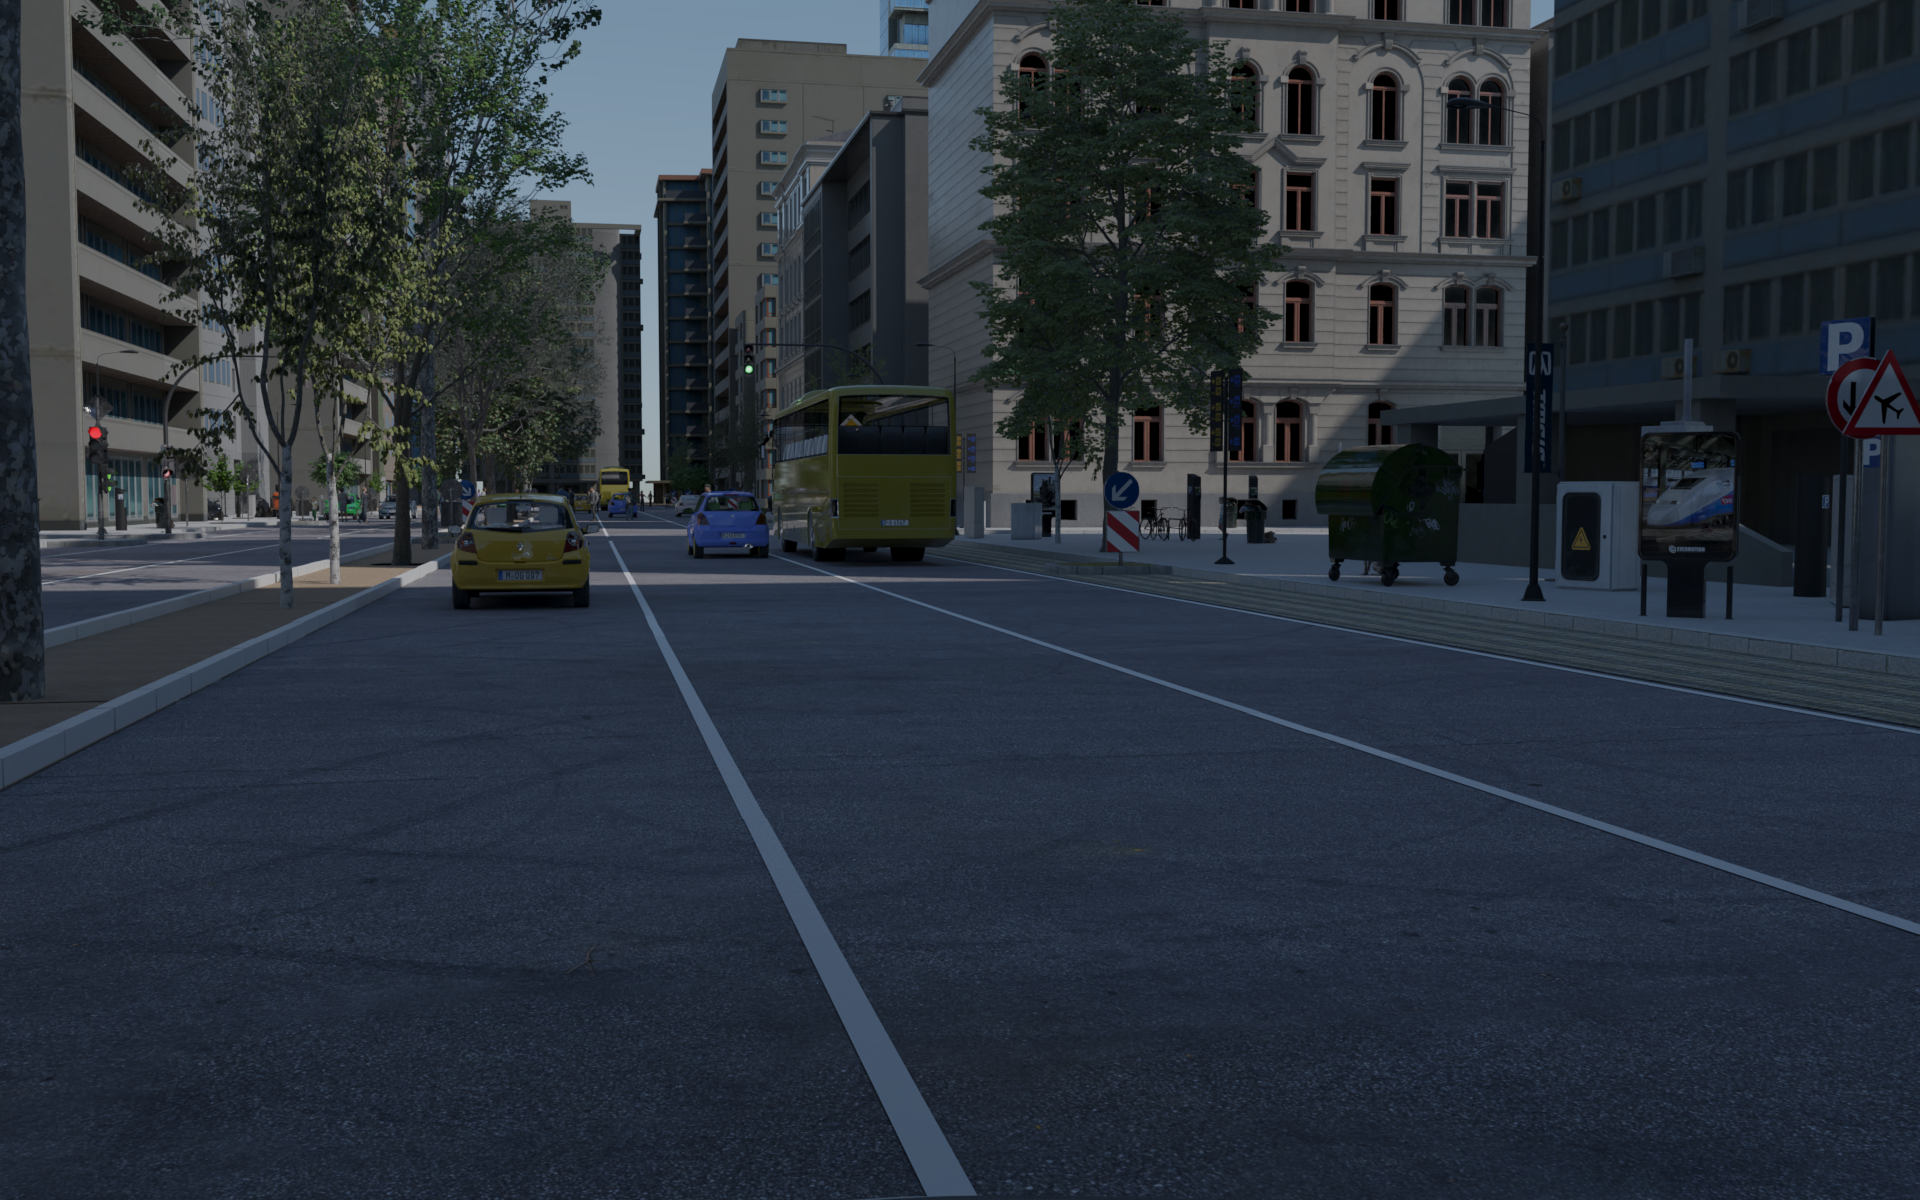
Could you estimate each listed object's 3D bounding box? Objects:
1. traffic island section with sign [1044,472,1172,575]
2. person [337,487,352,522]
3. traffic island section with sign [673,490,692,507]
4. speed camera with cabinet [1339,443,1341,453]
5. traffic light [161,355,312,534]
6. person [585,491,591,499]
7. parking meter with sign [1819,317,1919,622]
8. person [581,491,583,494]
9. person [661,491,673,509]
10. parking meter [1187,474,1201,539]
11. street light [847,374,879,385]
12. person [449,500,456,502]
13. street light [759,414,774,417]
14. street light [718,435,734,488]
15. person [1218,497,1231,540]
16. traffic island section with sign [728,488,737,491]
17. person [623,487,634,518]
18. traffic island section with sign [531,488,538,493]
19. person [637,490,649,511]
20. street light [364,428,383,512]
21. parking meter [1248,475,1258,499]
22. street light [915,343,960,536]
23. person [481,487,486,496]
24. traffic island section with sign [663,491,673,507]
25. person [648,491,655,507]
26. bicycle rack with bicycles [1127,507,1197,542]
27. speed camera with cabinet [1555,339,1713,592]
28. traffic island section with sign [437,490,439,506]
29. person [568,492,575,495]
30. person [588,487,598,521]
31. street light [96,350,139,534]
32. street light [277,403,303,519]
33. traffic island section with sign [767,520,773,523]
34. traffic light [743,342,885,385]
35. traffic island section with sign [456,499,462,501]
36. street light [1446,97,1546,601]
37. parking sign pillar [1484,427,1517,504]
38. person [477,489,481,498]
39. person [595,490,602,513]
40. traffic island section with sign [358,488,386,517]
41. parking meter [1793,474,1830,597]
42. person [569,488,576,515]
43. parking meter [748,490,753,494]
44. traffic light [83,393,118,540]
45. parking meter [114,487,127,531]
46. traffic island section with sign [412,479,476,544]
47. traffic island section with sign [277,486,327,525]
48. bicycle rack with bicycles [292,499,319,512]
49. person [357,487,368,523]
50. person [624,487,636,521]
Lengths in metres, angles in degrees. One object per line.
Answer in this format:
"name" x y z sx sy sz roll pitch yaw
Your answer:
"traffic island section with sign" 2.603 -1.393 31.396 1.989 1.847 2.006 -1 4 -12
"person" -32.108 -4.986 90.385 0.716 1.782 0.532 -1 4 -15
"traffic island section with sign" -25.310 -9.287 160.465 1.989 1.847 2.006 -1 4 -12
"speed camera with cabinet" 14.567 -4.370 65.791 0.660 3.252 2.038 1 4 15
"traffic light" -23.670 -5.013 56.626 4.771 5.953 1.251 -1 4 -12
"person" -33.595 -8.979 156.022 0.721 1.736 1.217 2 4 28
"parking meter with sign" 9.565 -1.311 17.698 1.738 3.016 0.543 -2 4 -27
"person" -38.046 -10.129 174.834 0.721 1.743 1.217 2 4 30
"person" -28.693 -9.811 169.695 1.217 1.735 0.721 -2 4 -29
"parking meter" 6.651 -2.662 49.229 0.255 1.863 0.399 -2 4 -28
"street light" -3.705 -5.795 67.289 1.470 5.913 1.316 -1 4 -12
"person" -39.828 -7.761 135.417 0.705 1.821 1.348 1 4 10
"street light" -10.989 -7.849 100.864 1.470 5.913 1.316 -1 4 -12
"street light" -18.105 -9.894 134.307 1.470 5.913 1.316 -1 4 -12
"person" 7.394 -2.278 48.299 0.382 1.210 0.505 0 4 -1
"traffic island section with sign" -14.966 -6.358 112.578 1.989 1.847 2.006 -1 4 -12
"person" -19.591 -5.744 102.428 0.660 1.820 0.620 -1 4 -19
"traffic island section with sign" -32.377 -7.537 131.367 2.006 1.907 1.989 -1 4 -12
"person" -26.163 -8.172 142.825 1.217 1.743 0.721 1 4 22
"street light" -41.249 -9.130 121.819 1.470 5.913 1.316 -1 4 -12
"parking meter" 9.105 -2.942 53.820 0.255 1.863 0.399 0 4 2
"street light" -0.685 -4.944 53.377 1.470 5.913 1.316 -1 4 -12
"person" -29.282 -5.979 106.104 0.795 1.843 0.661 -1 4 -11
"traffic island section with sign" -31.019 -10.898 186.811 1.989 1.847 2.006 -1 4 -12
"person" -35.058 -11.484 196.354 0.705 1.812 1.348 -3 5 -44
"bicycle rack with bicycles" 5.158 -2.100 47.722 2.852 0.926 2.925 0 4 -4
"speed camera with cabinet" 8.796 -1.734 22.688 0.660 3.252 2.038 -2 4 -29
"traffic island section with sign" -46.943 -9.004 155.835 1.989 1.847 2.006 -1 4 -12
"person" -29.552 -7.551 131.983 0.660 1.820 0.620 0 4 0
"person" -19.396 -5.069 91.554 0.473 1.802 0.592 -2 4 -27
"street light" -27.109 -5.088 55.738 1.470 5.913 1.316 -1 4 -12
"street light" -34.260 -7.094 88.521 1.470 5.913 1.316 -1 4 -12
"traffic island section with sign" -9.098 -4.700 85.475 1.989 1.847 2.006 -1 4 -12
"traffic light" -4.180 -4.760 52.492 4.771 5.953 1.251 -1 4 -12
"traffic island section with sign" -52.647 -10.615 182.182 1.989 1.847 2.006 -1 4 -12
"street light" 6.375 -2.938 20.574 1.470 5.913 1.316 -1 4 -12
"parking sign pillar" 21.015 -4.816 67.214 1.447 3.967 1.447 1 4 15
"person" -40.837 -8.496 147.274 0.599 1.838 0.709 2 4 27
"person" -28.037 -7.622 133.925 0.742 1.727 0.445 -3 5 -40
"traffic island section with sign" -36.468 -6.041 107.404 1.989 1.847 2.006 -1 4 -12
"parking meter" 10.630 -0.808 21.623 0.372 1.533 0.369 0 3 0
"person" -26.703 -6.754 118.698 0.755 1.850 0.659 1 4 20
"parking meter" -14.773 -6.962 122.240 0.372 1.533 0.369 0 3 0
"traffic light" -24.008 -3.635 48.347 0.839 4.253 0.868 -1 4 -12
"parking meter" -29.441 -3.202 60.765 0.372 1.533 0.369 0 3 0
"traffic island section with sign" -14.926 -2.602 50.679 2.006 1.907 1.989 -1 4 -12
"traffic island section with sign" -30.753 -4.425 80.983 1.989 1.847 2.006 -1 4 -12
"bicycle rack with bicycles" -46.054 -6.669 122.421 2.925 0.926 2.852 0 4 4
"person" -29.222 -4.640 84.782 0.534 1.772 0.576 -2 4 -32
"person" -17.419 -5.069 91.730 0.721 1.781 0.623 -3 5 -40
